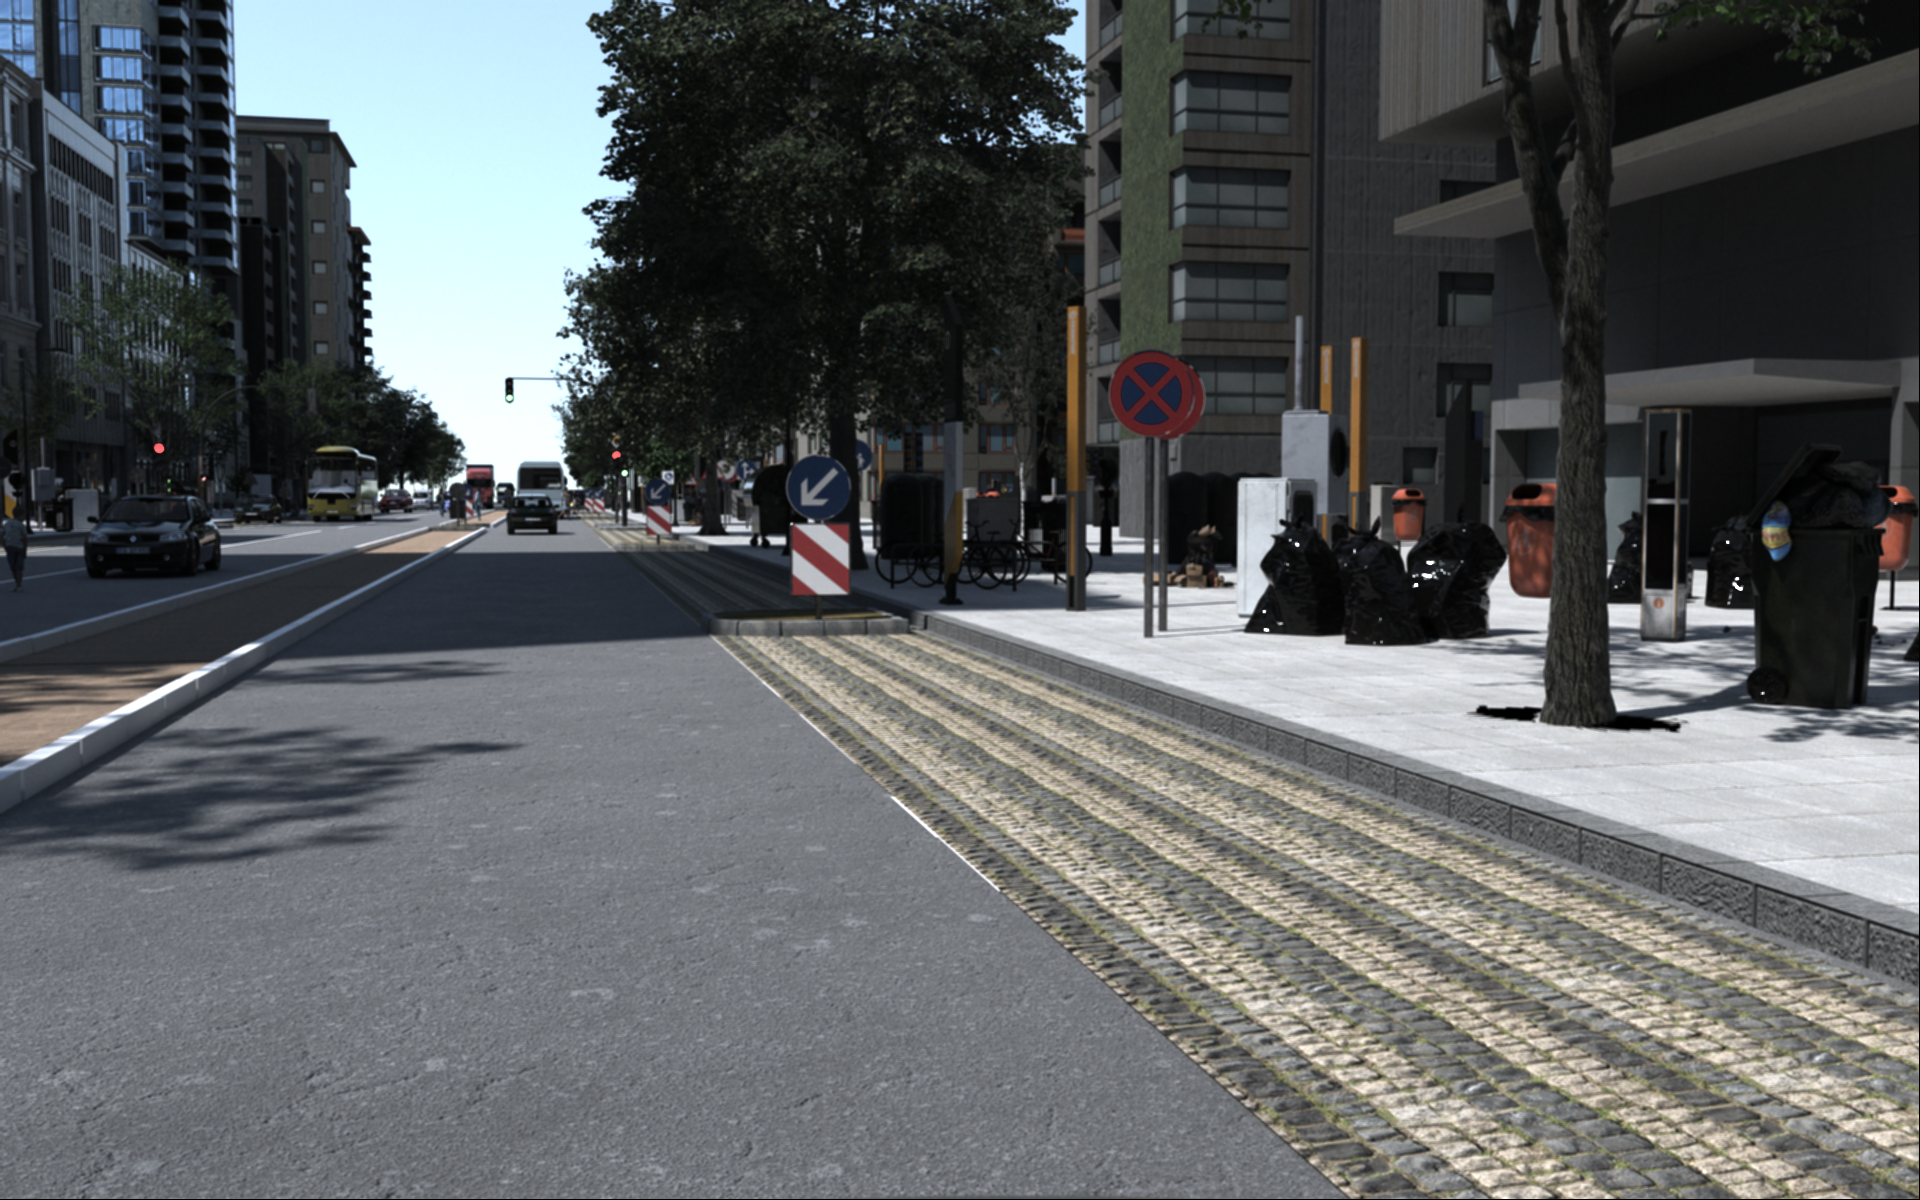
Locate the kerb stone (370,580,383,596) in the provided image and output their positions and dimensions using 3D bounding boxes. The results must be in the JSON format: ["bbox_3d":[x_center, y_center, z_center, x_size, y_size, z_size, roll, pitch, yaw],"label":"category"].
[{"bbox_3d":[-8.315,-0.142,24.512,0.120,0.150,1.000,-1,4,-13],"label":"kerb stone"}]

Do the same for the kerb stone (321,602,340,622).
[{"bbox_3d":[-7.148,0.163,19.531,0.120,0.150,1.000,-1,4,-13],"label":"kerb stone"}]

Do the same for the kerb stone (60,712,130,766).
[{"bbox_3d":[-4.781,0.773,9.564,0.120,0.150,1.000,-1,4,-13],"label":"kerb stone"}]

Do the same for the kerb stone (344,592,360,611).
[{"bbox_3d":[-7.611,0.041,21.523,0.120,0.150,1.000,-1,4,-13],"label":"kerb stone"}]

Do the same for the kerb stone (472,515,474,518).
[{"bbox_3d":[-28.652,-4.835,101.335,0.120,0.150,1.000,-1,4,-13],"label":"kerb stone"}]

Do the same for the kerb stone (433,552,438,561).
[{"bbox_3d":[-11.151,-0.874,36.487,0.120,0.150,1.000,-1,4,-13],"label":"kerb stone"}]

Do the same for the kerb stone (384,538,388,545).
[{"bbox_3d":[-16.012,-1.572,47.900,0.120,0.150,1.000,-1,4,-13],"label":"kerb stone"}]

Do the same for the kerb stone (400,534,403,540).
[{"bbox_3d":[-17.193,-1.873,52.914,0.120,0.150,1.000,-1,4,-13],"label":"kerb stone"}]

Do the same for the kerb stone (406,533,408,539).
[{"bbox_3d":[-17.669,-1.998,54.904,0.120,0.150,1.000,-1,4,-13],"label":"kerb stone"}]

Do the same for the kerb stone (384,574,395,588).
[{"bbox_3d":[-8.791,-0.263,26.502,0.120,0.150,1.000,-1,4,-13],"label":"kerb stone"}]

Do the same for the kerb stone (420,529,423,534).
[{"bbox_3d":[-19.089,-2.368,60.906,0.120,0.150,1.000,-1,4,-13],"label":"kerb stone"}]

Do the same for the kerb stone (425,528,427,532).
[{"bbox_3d":[-19.556,-2.490,62.907,0.120,0.150,1.000,-1,4,-13],"label":"kerb stone"}]

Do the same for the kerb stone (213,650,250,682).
[{"bbox_3d":[-5.724,0.529,13.545,0.120,0.150,1.000,-1,4,-13],"label":"kerb stone"}]

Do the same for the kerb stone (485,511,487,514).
[{"bbox_3d":[-33.381,-6.061,121.306,0.120,0.150,1.000,-1,4,-13],"label":"kerb stone"}]

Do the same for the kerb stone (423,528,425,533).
[{"bbox_3d":[-19.325,-2.426,61.901,0.120,0.150,1.000,-1,4,-13],"label":"kerb stone"}]

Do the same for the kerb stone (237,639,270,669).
[{"bbox_3d":[-5.962,0.468,14.539,0.120,0.150,1.000,-1,4,-13],"label":"kerb stone"}]

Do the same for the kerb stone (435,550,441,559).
[{"bbox_3d":[-11.387,-0.935,37.483,0.120,0.150,1.000,-1,4,-13],"label":"kerb stone"}]

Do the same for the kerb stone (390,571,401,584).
[{"bbox_3d":[-9.025,-0.324,27.497,0.120,0.150,1.000,-1,4,-13],"label":"kerb stone"}]

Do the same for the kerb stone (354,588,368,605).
[{"bbox_3d":[-7.847,-0.020,22.517,0.120,0.150,1.000,-1,4,-13],"label":"kerb stone"}]

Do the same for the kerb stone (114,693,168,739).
[{"bbox_3d":[-5.019,0.716,10.558,0.120,0.150,1.000,-1,4,-13],"label":"kerb stone"}]

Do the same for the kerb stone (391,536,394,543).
[{"bbox_3d":[-16.484,-1.695,49.917,0.120,0.150,1.000,-1,4,-13],"label":"kerb stone"}]

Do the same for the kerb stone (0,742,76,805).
[{"bbox_3d":[-4.547,0.838,8.569,0.120,0.150,1.000,-1,4,-13],"label":"kerb stone"}]

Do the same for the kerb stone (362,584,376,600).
[{"bbox_3d":[-8.082,-0.081,23.514,0.120,0.150,1.000,-1,4,-13],"label":"kerb stone"}]

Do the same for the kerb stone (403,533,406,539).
[{"bbox_3d":[-17.439,-1.939,53.906,0.120,0.150,1.000,-1,4,-13],"label":"kerb stone"}]

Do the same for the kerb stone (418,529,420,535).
[{"bbox_3d":[-18.854,-2.306,59.911,0.120,0.150,1.000,-1,4,-13],"label":"kerb stone"}]

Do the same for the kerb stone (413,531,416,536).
[{"bbox_3d":[-18.382,-2.184,57.901,0.120,0.150,1.000,-1,4,-13],"label":"kerb stone"}]

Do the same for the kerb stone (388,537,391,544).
[{"bbox_3d":[-16.245,-1.632,48.900,0.120,0.150,1.000,-1,4,-13],"label":"kerb stone"}]

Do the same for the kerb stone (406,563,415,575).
[{"bbox_3d":[-9.739,-0.508,30.493,0.120,0.150,1.000,-1,4,-13],"label":"kerb stone"}]

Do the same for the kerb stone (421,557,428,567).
[{"bbox_3d":[-10.444,-0.691,33.493,0.120,0.150,1.000,-1,4,-13],"label":"kerb stone"}]

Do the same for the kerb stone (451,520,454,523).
[{"bbox_3d":[-23.696,-3.556,80.388,0.120,0.150,1.000,-1,4,-13],"label":"kerb stone"}]

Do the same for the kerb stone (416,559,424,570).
[{"bbox_3d":[-10.211,-0.630,32.496,0.120,0.150,1.000,-1,4,-13],"label":"kerb stone"}]

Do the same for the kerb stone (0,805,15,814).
[{"bbox_3d":[-4.316,0.895,7.566,0.120,0.150,1.000,-1,4,-13],"label":"kerb stone"}]

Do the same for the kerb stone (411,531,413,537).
[{"bbox_3d":[-18.144,-2.118,56.907,0.120,0.150,1.000,-1,4,-13],"label":"kerb stone"}]

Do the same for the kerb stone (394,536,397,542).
[{"bbox_3d":[-16.731,-1.755,50.917,0.120,0.150,1.000,-1,4,-13],"label":"kerb stone"}]

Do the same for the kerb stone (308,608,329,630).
[{"bbox_3d":[-6.908,0.224,18.537,0.120,0.150,1.000,-1,4,-13],"label":"kerb stone"}]

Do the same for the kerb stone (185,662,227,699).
[{"bbox_3d":[-5.487,0.590,12.551,0.120,0.150,1.000,-1,4,-13],"label":"kerb stone"}]

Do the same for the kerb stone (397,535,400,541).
[{"bbox_3d":[-16.961,-1.818,51.916,0.120,0.150,1.000,-1,4,-13],"label":"kerb stone"}]

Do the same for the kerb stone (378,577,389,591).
[{"bbox_3d":[-8.555,-0.200,25.507,0.120,0.150,1.000,-1,4,-13],"label":"kerb stone"}]

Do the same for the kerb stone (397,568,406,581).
[{"bbox_3d":[-9.262,-0.386,28.501,0.120,0.150,1.000,-1,4,-13],"label":"kerb stone"}]

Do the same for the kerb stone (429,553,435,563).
[{"bbox_3d":[-10.914,-0.809,35.493,0.120,0.150,1.000,-1,4,-13],"label":"kerb stone"}]

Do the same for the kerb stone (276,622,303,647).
[{"bbox_3d":[-6.437,0.351,16.540,0.120,0.150,1.000,-1,4,-13],"label":"kerb stone"}]

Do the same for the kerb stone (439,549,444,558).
[{"bbox_3d":[-11.623,-0.996,38.477,0.120,0.150,1.000,-1,4,-13],"label":"kerb stone"}]

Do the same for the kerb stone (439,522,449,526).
[{"bbox_3d":[-22.759,-3.315,76.402,0.120,0.150,1.000,-1,4,-13],"label":"kerb stone"}]

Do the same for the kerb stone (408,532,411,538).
[{"bbox_3d":[-17.909,-2.056,55.903,0.120,0.150,1.000,-1,4,-13],"label":"kerb stone"}]

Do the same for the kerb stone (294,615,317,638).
[{"bbox_3d":[-6.666,0.287,17.537,0.120,0.150,1.000,-1,4,-13],"label":"kerb stone"}]

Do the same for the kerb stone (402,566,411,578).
[{"bbox_3d":[-9.499,-0.443,29.496,0.120,0.150,1.000,-1,4,-13],"label":"kerb stone"}]

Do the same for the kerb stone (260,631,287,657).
[{"bbox_3d":[-6.199,0.412,15.546,0.120,0.150,1.000,-1,4,-13],"label":"kerb stone"}]

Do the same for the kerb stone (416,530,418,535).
[{"bbox_3d":[-18.618,-2.245,58.904,0.120,0.150,1.000,-1,4,-13],"label":"kerb stone"}]

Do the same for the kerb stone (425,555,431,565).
[{"bbox_3d":[-10.679,-0.746,34.489,0.120,0.150,1.000,-1,4,-13],"label":"kerb stone"}]

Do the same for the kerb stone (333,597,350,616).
[{"bbox_3d":[-7.382,0.102,20.527,0.120,0.150,1.000,-1,4,-13],"label":"kerb stone"}]

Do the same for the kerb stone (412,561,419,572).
[{"bbox_3d":[-9.981,-0.567,31.488,0.120,0.150,1.000,-1,4,-13],"label":"kerb stone"}]

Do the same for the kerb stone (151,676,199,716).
[{"bbox_3d":[-5.257,0.653,11.555,0.120,0.150,1.000,-1,4,-13],"label":"kerb stone"}]

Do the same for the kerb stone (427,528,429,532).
[{"bbox_3d":[-19.800,-2.546,63.900,0.120,0.150,1.000,-1,4,-13],"label":"kerb stone"}]
